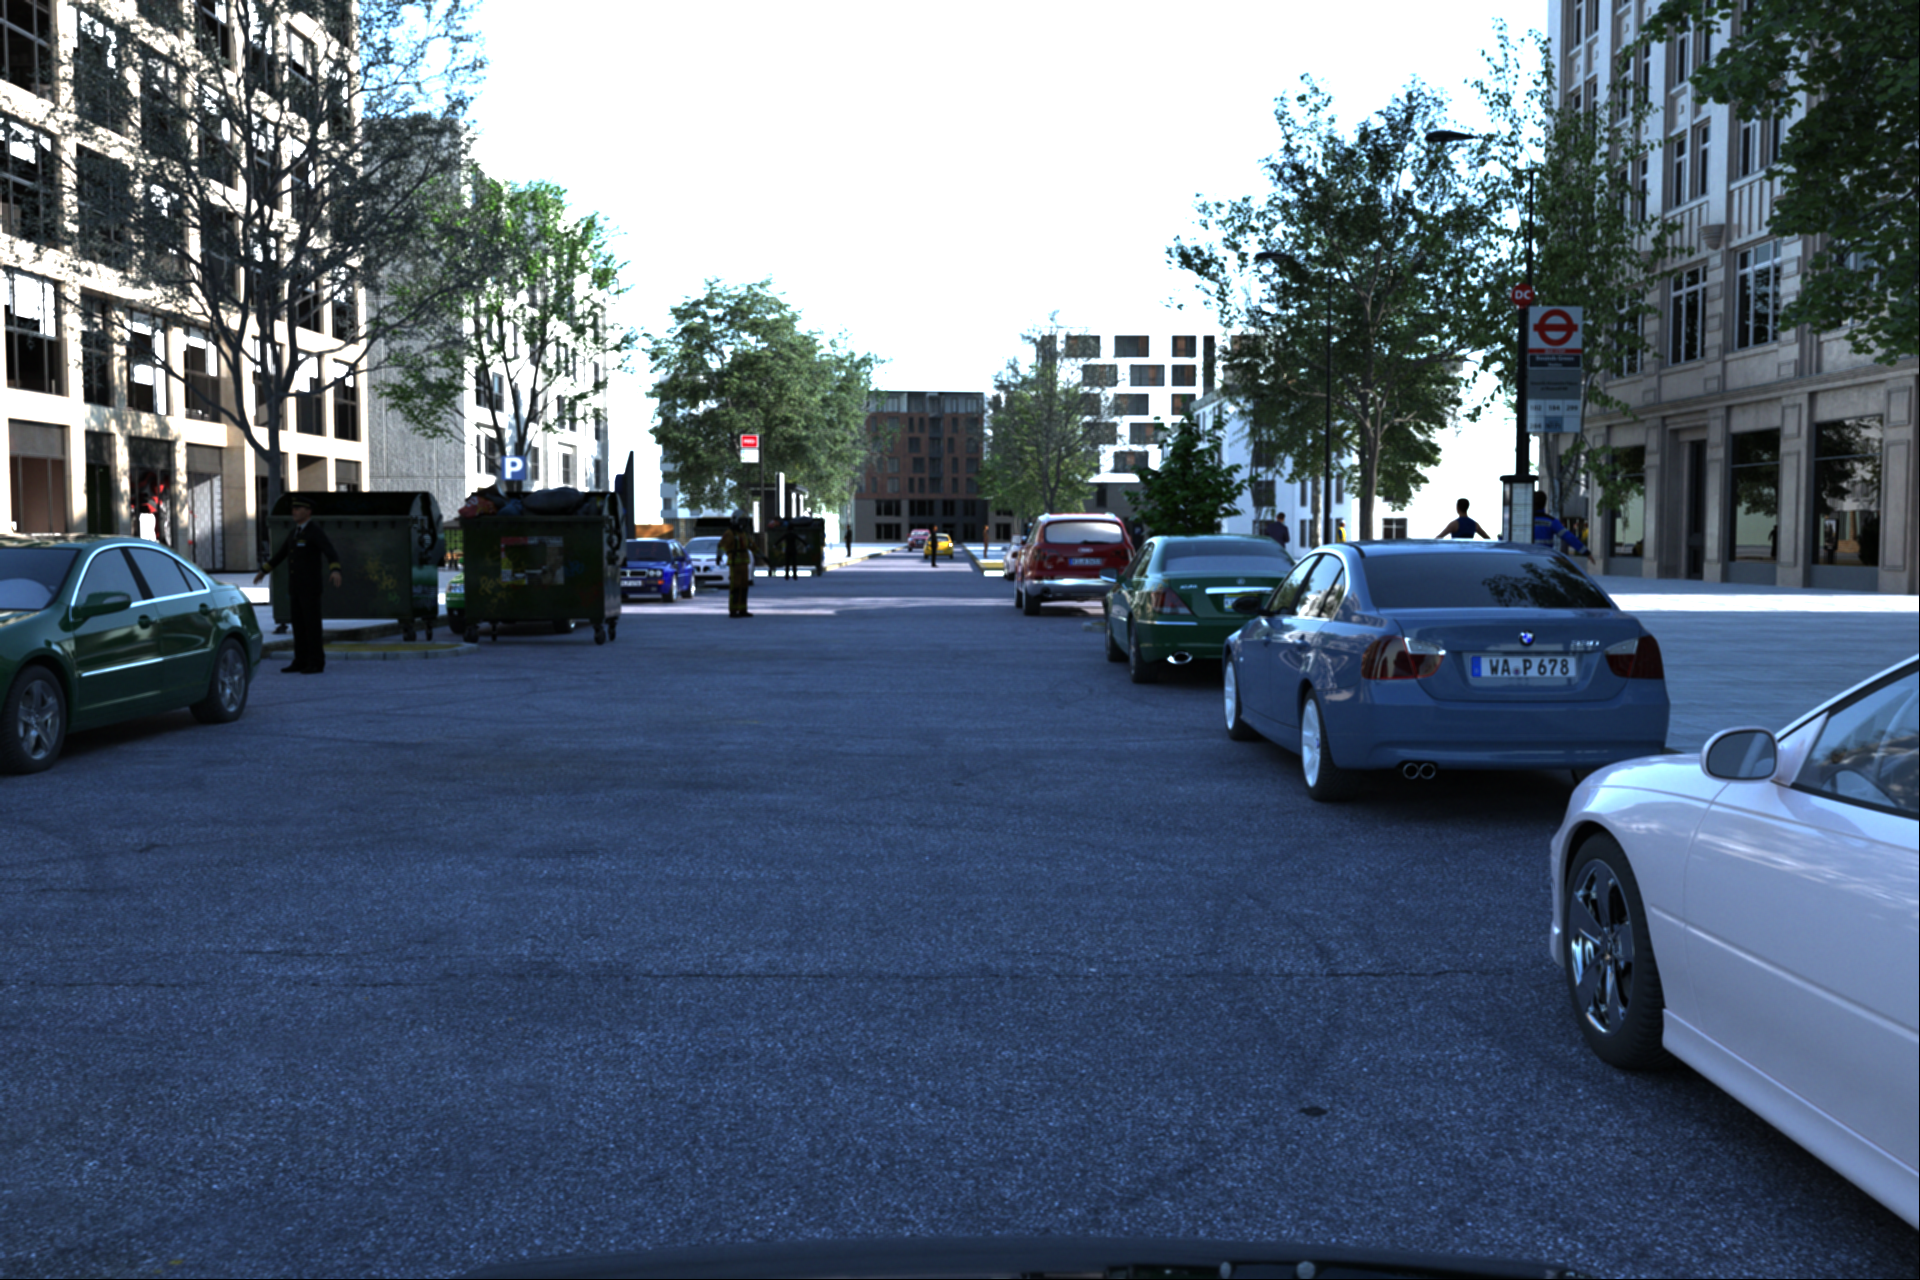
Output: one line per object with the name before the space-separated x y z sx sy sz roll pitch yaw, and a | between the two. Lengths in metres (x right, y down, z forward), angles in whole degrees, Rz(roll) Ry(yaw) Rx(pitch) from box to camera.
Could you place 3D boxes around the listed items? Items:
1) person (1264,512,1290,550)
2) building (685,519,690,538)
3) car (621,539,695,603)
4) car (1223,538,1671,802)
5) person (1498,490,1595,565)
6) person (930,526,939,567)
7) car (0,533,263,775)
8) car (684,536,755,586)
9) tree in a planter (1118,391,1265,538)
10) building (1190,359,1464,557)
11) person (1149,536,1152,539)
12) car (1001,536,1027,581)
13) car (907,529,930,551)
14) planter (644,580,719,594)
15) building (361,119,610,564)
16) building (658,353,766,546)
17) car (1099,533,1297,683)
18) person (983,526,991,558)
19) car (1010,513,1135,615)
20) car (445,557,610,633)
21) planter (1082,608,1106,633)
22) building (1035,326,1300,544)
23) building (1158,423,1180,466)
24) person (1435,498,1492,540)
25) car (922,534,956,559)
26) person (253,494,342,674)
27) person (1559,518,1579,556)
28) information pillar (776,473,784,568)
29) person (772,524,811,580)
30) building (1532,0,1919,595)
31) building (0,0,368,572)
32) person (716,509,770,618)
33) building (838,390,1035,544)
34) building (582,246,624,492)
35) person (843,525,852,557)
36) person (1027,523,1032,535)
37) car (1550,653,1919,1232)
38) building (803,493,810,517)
person | 7.132 -1.998 39.152 0.683 1.767 0.568 1 4 22
building | -27.252 -20.896 198.072 16.016 20.090 11.380 0 4 1
car | -6.799 -1.513 37.325 1.945 1.354 3.894 0 4 0
car | 2.740 0.088 10.564 2.014 1.417 4.499 0 4 0
person | 7.285 -0.970 21.828 1.345 1.831 0.704 2 4 31
person | -1.098 -4.075 75.307 0.704 1.802 1.346 0 4 -6
car | -6.432 -0.001 11.820 2.131 1.459 4.920 0 4 0
car | -6.657 -2.114 46.921 2.083 1.381 4.827 0 4 0
tree in a planter | 2.863 -1.500 21.741 1.991 3.239 1.994 0 4 0
building | 19.412 -9.476 97.079 9.099 9.664 28.070 0 4 -1
person | 4.491 -1.934 38.400 0.721 1.737 1.214 2 4 30
car | 2.354 -2.589 54.697 2.083 1.381 4.827 0 4 -1
car | -3.287 -8.286 144.151 2.281 1.827 5.304 0 4 -1
planter | -6.967 -1.298 42.361 1.991 0.319 1.994 0 3 0
building | -29.673 -13.654 89.697 16.747 18.905 31.486 0 4 0
building | -25.436 -19.885 181.544 16.016 20.090 11.380 0 4 0
car | 2.559 -0.382 18.049 2.131 1.459 4.920 0 4 0
person | 1.452 -5.218 92.116 0.721 1.733 1.217 -1 4 -13
car | 2.100 -1.430 32.060 2.281 1.827 5.304 0 4 -1
car | -6.479 -1.077 26.413 1.959 1.807 4.718 0 4 0
planter | 2.841 -0.296 25.986 1.991 0.319 1.994 0 4 1
building | 21.928 -20.951 186.525 27.936 21.610 32.646 0 4 0
building | 21.028 -11.493 130.057 9.099 9.664 28.070 0 4 0
person | 7.288 -1.164 25.206 1.345 1.807 0.704 -1 4 -17
car | -1.231 -5.532 100.666 2.015 1.641 3.980 0 4 0
person | -6.789 -0.581 17.887 1.347 1.837 0.705 2 4 33
person | 16.818 -2.518 48.015 0.742 1.727 0.445 3 5 41
information pillar | -6.932 -4.615 66.767 0.184 3.620 1.656 0 4 -1
person | -5.245 -2.735 53.894 1.216 1.740 0.721 0 4 6
building | 24.445 -14.396 47.395 10.469 25.551 25.511 0 4 0
building | -32.681 -15.106 50.189 19.350 26.588 34.151 0 4 0
person | -3.783 -1.318 29.777 0.705 1.858 1.354 2 4 33
building | -0.582 -25.076 256.419 32.646 21.610 27.936 -1 4 -10
building | -29.289 -15.693 113.005 16.016 20.090 11.380 0 4 -1
person | -6.243 -5.532 96.675 0.704 1.802 1.346 1 4 11
person | 3.470 -4.827 85.041 0.704 1.817 1.347 0 4 7
car | 2.650 0.559 3.230 2.083 1.381 4.827 0 3 0
building | -24.012 -17.372 226.176 9.099 9.664 28.070 0 4 -1
